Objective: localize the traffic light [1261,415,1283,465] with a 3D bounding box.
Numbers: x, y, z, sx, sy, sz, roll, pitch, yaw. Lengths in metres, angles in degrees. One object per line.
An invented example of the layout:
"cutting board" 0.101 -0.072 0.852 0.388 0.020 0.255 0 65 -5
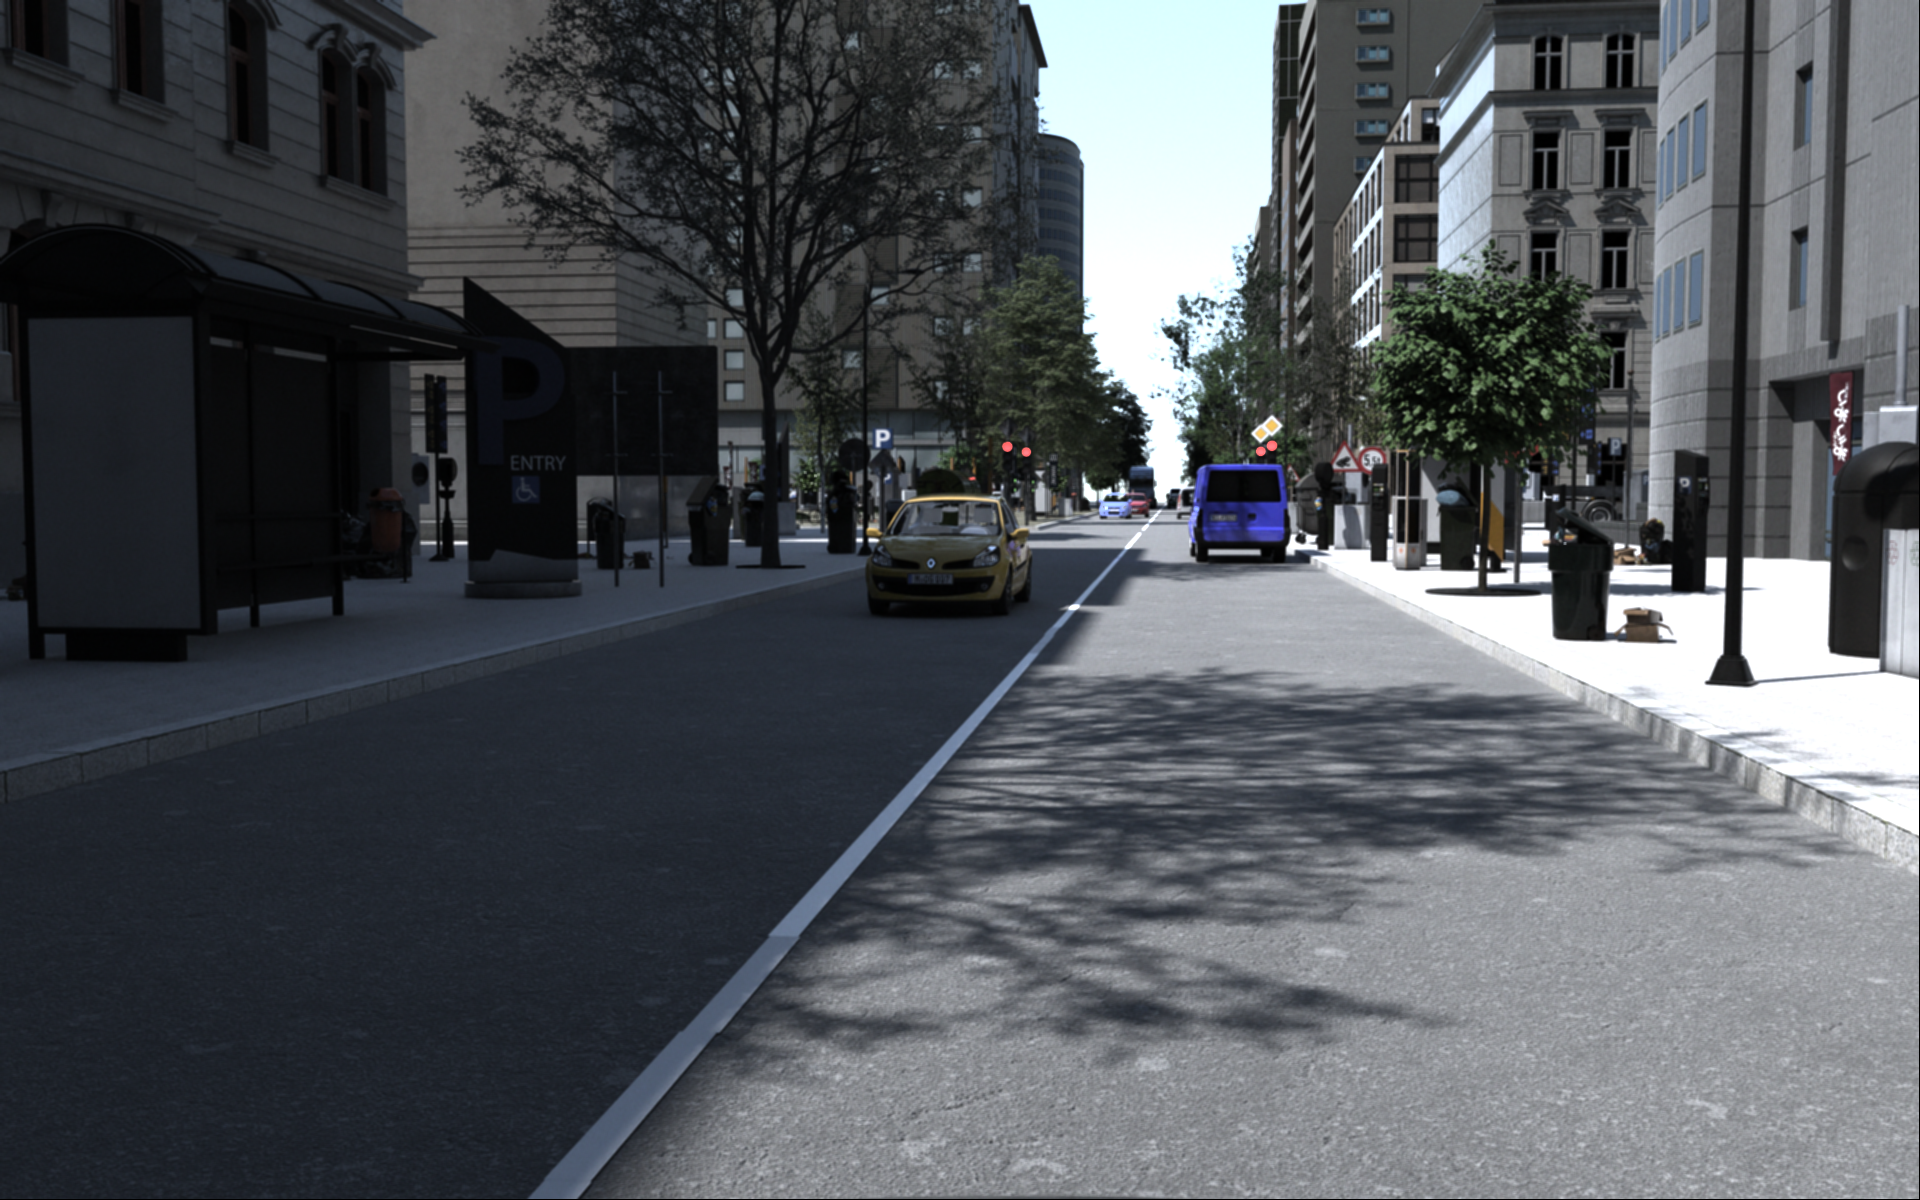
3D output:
"traffic light" 10.993 -4.425 61.273 0.839 4.253 0.868 0 4 7

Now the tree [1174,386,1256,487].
"tree" 26.923 -16.010 178.765 9.611 12.733 9.660 0 3 0

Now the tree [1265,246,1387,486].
"tree" 11.099 -6.242 52.421 4.360 8.622 3.978 0 3 0

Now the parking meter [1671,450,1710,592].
"parking meter" 9.607 -1.043 22.769 0.255 1.863 0.399 -2 4 -29

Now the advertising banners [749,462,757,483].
"advertising banners" -10.509 -5.983 94.008 2.074 3.025 0.090 -2 4 -26

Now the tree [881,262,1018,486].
"tree" 0.086 -6.363 54.391 4.360 8.622 3.978 0 3 0

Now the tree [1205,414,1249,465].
"tree" 23.615 -12.491 154.597 4.737 8.622 4.395 0 3 0

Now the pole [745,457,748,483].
"pole" -11.887 -6.266 96.287 0.158 3.312 0.155 0 3 0

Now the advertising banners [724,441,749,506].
"advertising banners" -7.496 -3.791 58.171 0.090 3.025 2.074 1 4 9

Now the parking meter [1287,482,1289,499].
"parking meter" 13.219 -3.986 70.888 0.399 1.863 0.255 3 4 37

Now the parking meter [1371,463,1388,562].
"parking meter" 7.982 -1.666 32.953 0.255 1.863 0.399 2 4 23

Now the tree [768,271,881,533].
"tree" -4.242 -6.484 56.378 4.360 8.622 3.978 0 3 0

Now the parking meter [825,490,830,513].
"parking meter" -8.552 -6.324 111.814 0.372 1.533 0.369 0 3 0

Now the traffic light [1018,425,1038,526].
"traffic light" 2.734 -4.979 70.324 0.839 4.253 0.868 0 4 7

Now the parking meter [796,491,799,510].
"parking meter" -13.385 -8.302 141.450 0.399 1.863 0.255 -1 4 -20

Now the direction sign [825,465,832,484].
"direction sign" -10.350 -8.859 136.843 0.379 3.537 0.876 3 4 36

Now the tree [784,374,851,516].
"tree" -8.310 -9.316 102.676 4.737 8.622 4.395 0 3 0

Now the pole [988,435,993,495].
"pole" 1.052 -4.062 60.254 0.158 3.312 0.155 0 3 0

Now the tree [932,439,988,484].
"tree" 0.068 -7.153 100.672 4.285 4.588 4.351 0 3 0

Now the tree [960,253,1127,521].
"tree" 3.622 -10.004 81.695 7.486 12.596 7.792 0 3 0

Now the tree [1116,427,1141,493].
"tree" 20.387 -17.593 222.062 7.601 10.594 8.767 0 4 -3

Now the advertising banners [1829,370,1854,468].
"advertising banners" 12.674 -1.700 23.984 0.090 3.025 2.074 -1 4 -9

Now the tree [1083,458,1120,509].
"tree" 12.372 -10.311 152.294 4.285 4.588 4.351 0 3 0

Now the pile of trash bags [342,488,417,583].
"pile of trash bags" -9.093 -0.995 26.026 1.912 1.369 3.447 -3 4 -38

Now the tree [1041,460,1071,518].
"tree" 5.316 -6.109 94.484 1.663 3.219 1.824 0 3 0

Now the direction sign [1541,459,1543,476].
"direction sign" 25.377 -5.048 74.530 0.379 3.537 0.876 -2 4 -34

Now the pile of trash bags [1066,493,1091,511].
"pile of trash bags" 8.950 -7.549 133.173 1.912 1.369 3.447 0 4 -5

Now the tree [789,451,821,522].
"tree" -6.774 -5.154 78.871 1.663 3.219 1.824 0 3 0

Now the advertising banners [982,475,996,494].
"advertising banners" 2.114 -9.158 145.927 2.074 3.025 0.090 0 4 -2

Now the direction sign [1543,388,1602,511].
"direction sign" 9.877 -2.193 27.849 0.379 3.537 0.876 -1 4 -22

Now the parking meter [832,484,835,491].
"parking meter" -5.407 -4.283 75.736 0.399 1.863 0.255 -1 4 -11

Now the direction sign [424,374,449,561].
"direction sign" -9.988 -2.513 33.088 0.379 3.537 0.876 1 4 8

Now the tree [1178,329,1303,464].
"tree" 17.417 -11.128 107.706 9.928 11.665 9.643 0 3 0

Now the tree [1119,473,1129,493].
"tree" 29.757 -21.243 297.686 4.737 8.622 4.395 0 3 0

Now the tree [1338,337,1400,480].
"tree" 19.712 -8.065 82.225 4.737 8.622 4.395 0 3 0

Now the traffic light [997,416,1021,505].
"traffic light" 1.750 -4.494 62.399 0.839 4.253 0.868 0 4 7

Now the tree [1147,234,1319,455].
"tree" 20.359 -16.702 128.974 12.611 20.169 13.585 0 3 0

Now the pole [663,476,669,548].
"pole" -7.014 -2.886 41.025 0.158 3.312 0.155 0 3 0

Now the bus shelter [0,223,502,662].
"bus shelter" -6.177 -1.334 15.728 2.014 3.302 5.546 0 4 7

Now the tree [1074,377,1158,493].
"tree" 16.588 -17.210 188.040 9.857 13.997 8.962 0 3 0

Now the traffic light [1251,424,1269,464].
"traffic light" 11.976 -4.910 69.198 0.839 4.253 0.868 0 4 7

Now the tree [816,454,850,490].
"tree" -10.270 -9.690 142.138 4.285 4.588 4.351 0 3 0

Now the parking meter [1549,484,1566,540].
"parking meter" 15.159 -2.172 43.924 0.372 1.533 0.369 0 3 0

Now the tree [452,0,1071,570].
"tree" -3.239 -7.284 29.467 12.009 13.543 11.850 0 3 0

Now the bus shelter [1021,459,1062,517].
"bus shelter" 4.764 -6.566 101.279 2.014 3.302 5.546 0 4 7

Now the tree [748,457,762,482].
"tree" -14.947 -9.215 134.374 4.285 4.588 4.351 0 3 0

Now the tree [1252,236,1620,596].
"tree" 6.718 -2.353 22.183 4.285 4.588 4.351 0 3 0

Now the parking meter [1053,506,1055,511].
"parking meter" 7.099 -7.801 133.256 0.399 1.863 0.255 2 4 35

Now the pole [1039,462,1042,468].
"pole" 4.963 -6.894 106.566 0.158 3.312 0.155 0 3 0

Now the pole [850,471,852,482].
"pole" -8.217 -8.409 131.333 0.158 3.312 0.155 0 3 0

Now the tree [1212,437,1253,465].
"tree" 14.425 -5.753 77.768 4.285 4.588 4.351 0 3 0

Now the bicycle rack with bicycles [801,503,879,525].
"bicycle rack with bicycles" -5.241 -3.630 72.728 2.925 0.926 2.852 -2 4 -33

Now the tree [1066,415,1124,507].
"tree" 10.138 -11.609 140.176 4.360 8.622 3.978 0 3 0

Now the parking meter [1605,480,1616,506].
"parking meter" 27.539 -4.134 73.303 0.399 1.863 0.255 3 5 43

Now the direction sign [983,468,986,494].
"direction sign" 1.877 -8.695 134.168 0.379 3.537 0.876 1 4 15

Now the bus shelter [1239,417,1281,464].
"bus shelter" 15.327 -6.743 87.882 2.179 5.291 8.768 0 4 7

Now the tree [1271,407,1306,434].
"tree" 25.911 -11.523 138.755 4.737 8.622 4.395 0 3 0

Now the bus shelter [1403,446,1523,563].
"bus shelter" 9.920 -2.478 34.432 2.014 3.302 5.546 0 4 7

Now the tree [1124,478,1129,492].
"tree" 24.616 -18.807 257.857 4.360 8.622 3.978 0 3 0
